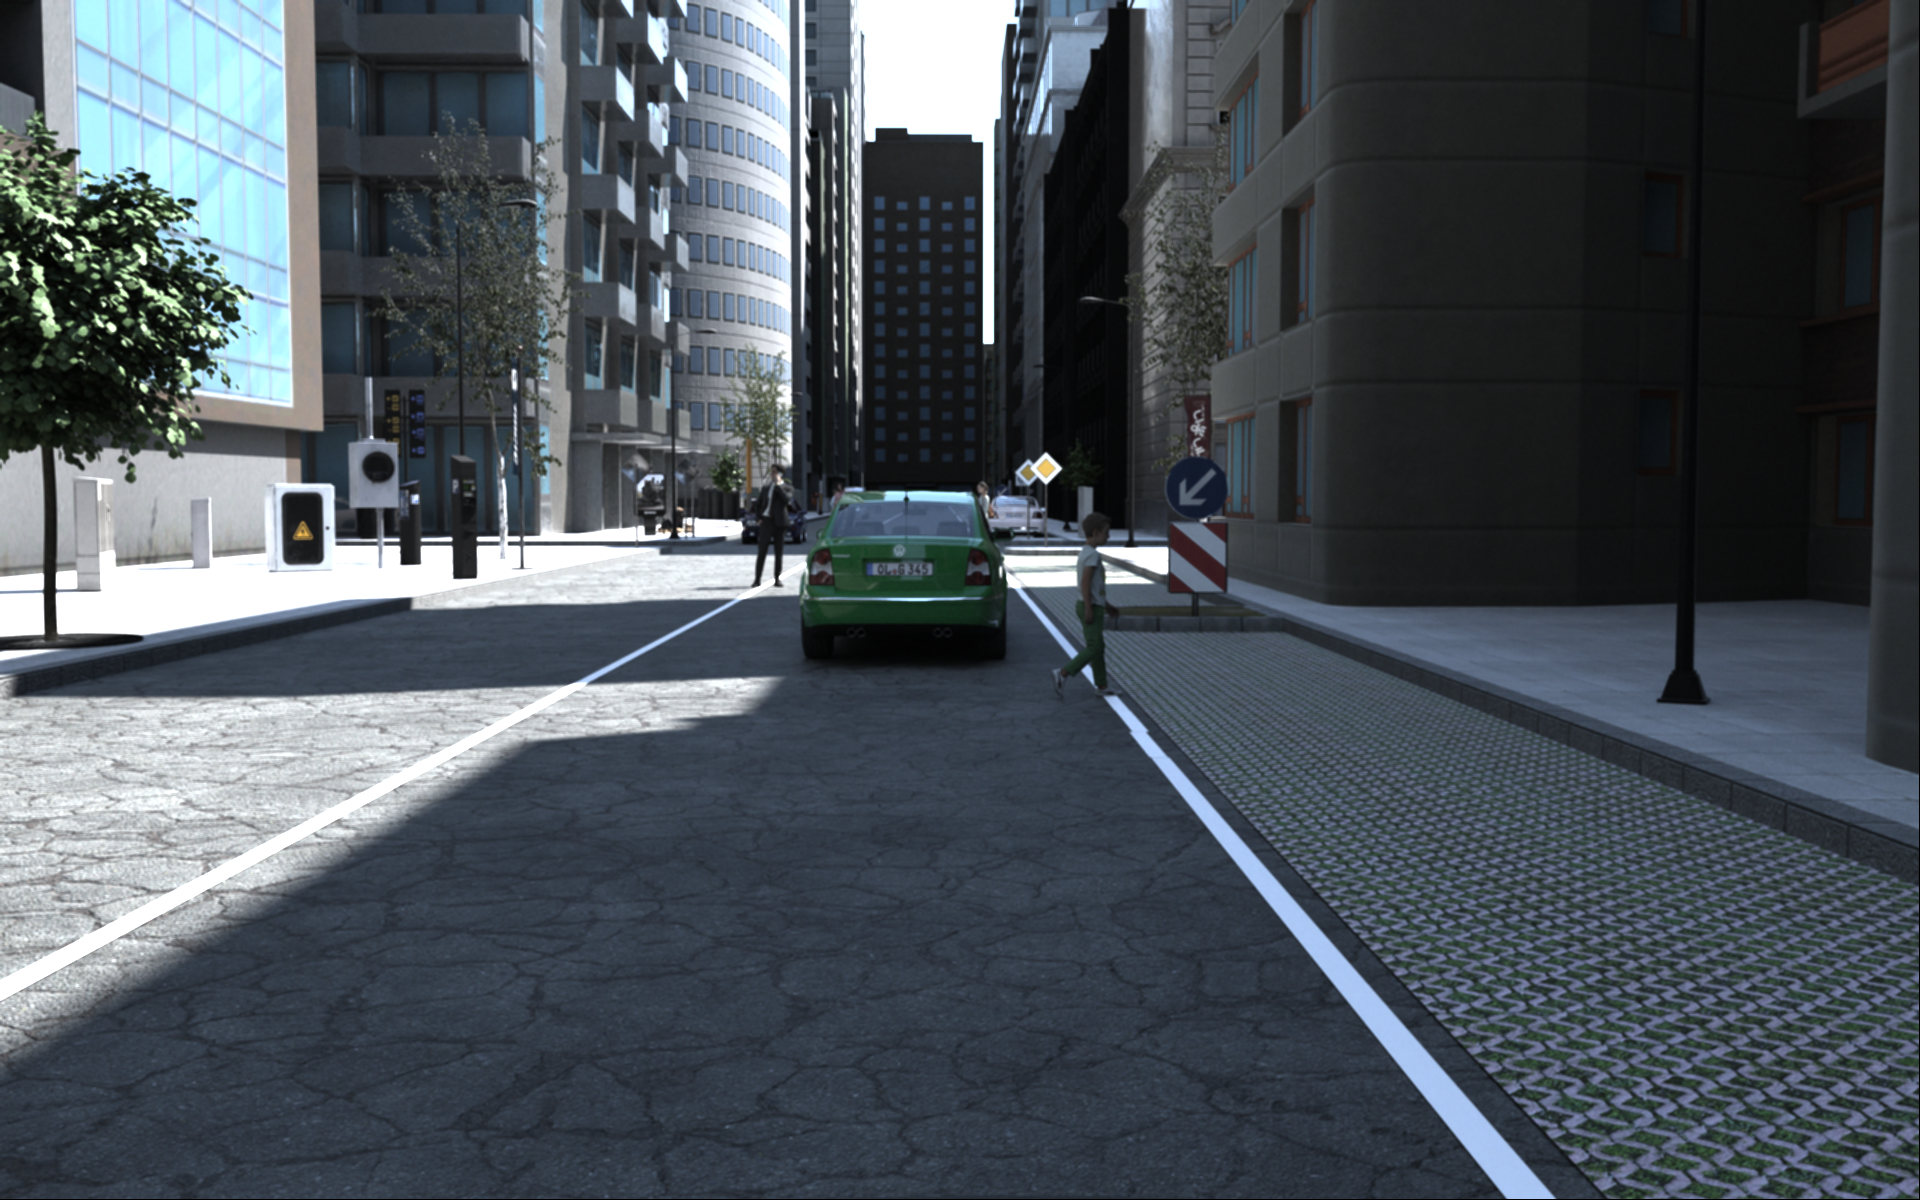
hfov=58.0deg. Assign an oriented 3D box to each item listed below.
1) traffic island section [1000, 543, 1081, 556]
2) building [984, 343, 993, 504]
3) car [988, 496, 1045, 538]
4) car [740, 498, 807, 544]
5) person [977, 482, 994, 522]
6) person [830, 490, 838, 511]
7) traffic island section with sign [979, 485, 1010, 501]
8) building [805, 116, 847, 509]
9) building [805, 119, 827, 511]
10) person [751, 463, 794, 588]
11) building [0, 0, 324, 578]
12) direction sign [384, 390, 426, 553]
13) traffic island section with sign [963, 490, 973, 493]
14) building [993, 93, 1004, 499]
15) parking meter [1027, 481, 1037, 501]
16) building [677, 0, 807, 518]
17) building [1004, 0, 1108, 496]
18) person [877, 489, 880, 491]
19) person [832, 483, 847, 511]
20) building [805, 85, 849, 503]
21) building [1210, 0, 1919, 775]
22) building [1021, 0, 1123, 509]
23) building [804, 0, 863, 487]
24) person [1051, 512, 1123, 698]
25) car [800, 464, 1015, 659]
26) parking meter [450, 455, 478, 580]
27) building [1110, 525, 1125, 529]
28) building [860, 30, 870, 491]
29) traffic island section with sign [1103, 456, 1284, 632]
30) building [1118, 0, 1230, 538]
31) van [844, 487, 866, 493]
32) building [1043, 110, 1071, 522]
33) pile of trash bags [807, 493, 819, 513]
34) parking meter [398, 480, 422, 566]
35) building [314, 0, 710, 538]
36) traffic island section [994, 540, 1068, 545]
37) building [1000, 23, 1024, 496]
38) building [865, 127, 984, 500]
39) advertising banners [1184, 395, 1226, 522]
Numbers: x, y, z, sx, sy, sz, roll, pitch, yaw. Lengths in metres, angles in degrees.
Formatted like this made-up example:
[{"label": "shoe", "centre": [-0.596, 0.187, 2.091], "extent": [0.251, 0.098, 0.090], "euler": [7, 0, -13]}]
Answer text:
[{"label": "traffic island section", "centre": [2.062, -1.156, 41.186], "extent": [2.009, 0.180, 2.903], "euler": [0, 4, -1]}, {"label": "building", "centre": [17.518, -23.114, 222.953], "extent": [28.899, 21.520, 27.650], "euler": [0, 4, -1]}, {"label": "car", "centre": [1.670, -2.526, 53.661], "extent": [2.083, 1.381, 4.827], "euler": [0, 4, 1]}, {"label": "car", "centre": [-5.444, -2.343, 50.891], "extent": [1.945, 1.354, 3.894], "euler": [0, 4, -2]}, {"label": "person", "centre": [0.500, -1.778, 38.571], "extent": [0.522, 1.701, 0.512], "euler": [-1, 4, -21]}, {"label": "person", "centre": [-4.717, -3.386, 65.672], "extent": [0.330, 1.601, 0.589], "euler": [1, 4, 23]}, {"label": "traffic island section with sign", "centre": [1.673, -4.006, 74.133], "extent": [1.989, 1.847, 2.006], "euler": [0, 4, -1]}, {"label": "building", "centre": [-26.273, -27.999, 149.668], "extent": [32.217, 40.220, 23.993], "euler": [0, 4, -1]}, {"label": "building", "centre": [-17.657, -21.979, 131.056], "extent": [14.160, 30.474, 14.107], "euler": [0, 4, -1]}, {"label": "person", "centre": [-2.884, -1.152, 26.703], "extent": [0.648, 1.900, 0.474], "euler": [0, 4, 1]}, {"label": "building", "centre": [-21.462, -23.304, 31.127], "extent": [14.200, 45.320, 14.600], "euler": [0, 4, -1]}, {"label": "direction sign", "centre": [-12.042, -2.793, 37.665], "extent": [0.876, 3.537, 0.379], "euler": [0, 4, 2]}, {"label": "traffic island section with sign", "centre": [1.322, -5.667, 101.283], "extent": [1.989, 1.847, 2.006], "euler": [0, 4, -1]}, {"label": "building", "centre": [10.993, -30.214, 177.586], "extent": [14.154, 41.232, 14.086], "euler": [0, 4, -1]}, {"label": "parking meter", "centre": [3.141, -4.292, 75.883], "extent": [0.399, 1.863, 0.255], "euler": [1, 4, 16]}, {"label": "building", "centre": [-20.754, -34.274, 102.373], "extent": [21.231, 58.520, 28.212], "euler": [0, 4, -1]}, {"label": "building", "centre": [15.773, -31.883, 140.887], "extent": [23.786, 49.044, 30.456], "euler": [0, 4, -1]}, {"label": "person", "centre": [-6.083, -7.373, 129.146], "extent": [1.348, 1.812, 0.705], "euler": [0, 4, 1]}, {"label": "person", "centre": [-4.287, -3.265, 61.888], "extent": [0.555, 1.821, 0.388], "euler": [0, 4, 4]}, {"label": "building", "centre": [-18.263, -29.673, 168.741], "extent": [14.154, 41.232, 14.086], "euler": [0, 4, -1]}, {"label": "building", "centre": [18.133, -10.318, 13.736], "extent": [27.650, 21.520, 28.899], "euler": [0, 4, -1]}, {"label": "building", "centre": [10.120, -20.271, 108.916], "extent": [11.434, 29.767, 29.804], "euler": [0, 4, -1]}, {"label": "building", "centre": [-21.407, -45.838, 187.709], "extent": [20.611, 71.187, 20.563], "euler": [0, 4, -1]}, {"label": "person", "centre": [0.890, 0.037, 12.151], "extent": [0.590, 1.304, 0.306], "euler": [-2, 4, -25]}, {"label": "car", "centre": [-0.451, -0.467, 16.433], "extent": [1.959, 1.807, 4.718], "euler": [0, 4, 1]}, {"label": "parking meter", "centre": [-7.473, -1.248, 26.113], "extent": [0.255, 1.863, 0.399], "euler": [-3, 5, -42]}, {"label": "building", "centre": [11.340, -14.700, 70.024], "extent": [12.332, 23.373, 15.834], "euler": [0, 4, -1]}, {"label": "building", "centre": [-25.585, -41.398, 218.848], "extent": [28.212, 58.520, 21.231], "euler": [0, 4, -1]}, {"label": "traffic island section with sign", "centre": [2.349, -0.621, 18.789], "extent": [1.989, 1.847, 2.006], "euler": [0, 4, -1]}, {"label": "building", "centre": [18.070, -15.780, 55.272], "extent": [25.104, 27.353, 12.463], "euler": [0, 4, -1]}, {"label": "van", "centre": [-6.079, -5.618, 98.861], "extent": [2.013, 2.044, 4.112], "euler": [0, 4, 0]}, {"label": "building", "centre": [10.786, -15.698, 86.340], "extent": [12.332, 23.373, 15.834], "euler": [0, 4, -1]}, {"label": "pile of trash bags", "centre": [-11.099, -6.742, 119.990], "extent": [3.447, 1.369, 1.912], "euler": [3, 4, 36]}, {"label": "parking meter", "centre": [-9.908, -1.394, 31.207], "extent": [0.372, 1.533, 0.369], "euler": [0, 3, 0]}, {"label": "building", "centre": [-22.328, -27.135, 63.272], "extent": [23.786, 49.044, 30.456], "euler": [0, 4, -1]}, {"label": "traffic island section", "centre": [1.963, -1.645, 49.170], "extent": [2.009, 0.180, 2.903], "euler": [0, 4, -1]}, {"label": "building", "centre": [10.959, -31.383, 163.229], "extent": [14.600, 45.320, 14.200], "euler": [0, 4, -1]}, {"label": "building", "centre": [-4.321, -34.532, 214.707], "extent": [14.200, 45.320, 14.600], "euler": [0, 4, -1]}, {"label": "advertising banners", "centre": [4.849, -2.085, 30.278], "extent": [2.074, 3.025, 0.090], "euler": [2, 4, 32]}]
